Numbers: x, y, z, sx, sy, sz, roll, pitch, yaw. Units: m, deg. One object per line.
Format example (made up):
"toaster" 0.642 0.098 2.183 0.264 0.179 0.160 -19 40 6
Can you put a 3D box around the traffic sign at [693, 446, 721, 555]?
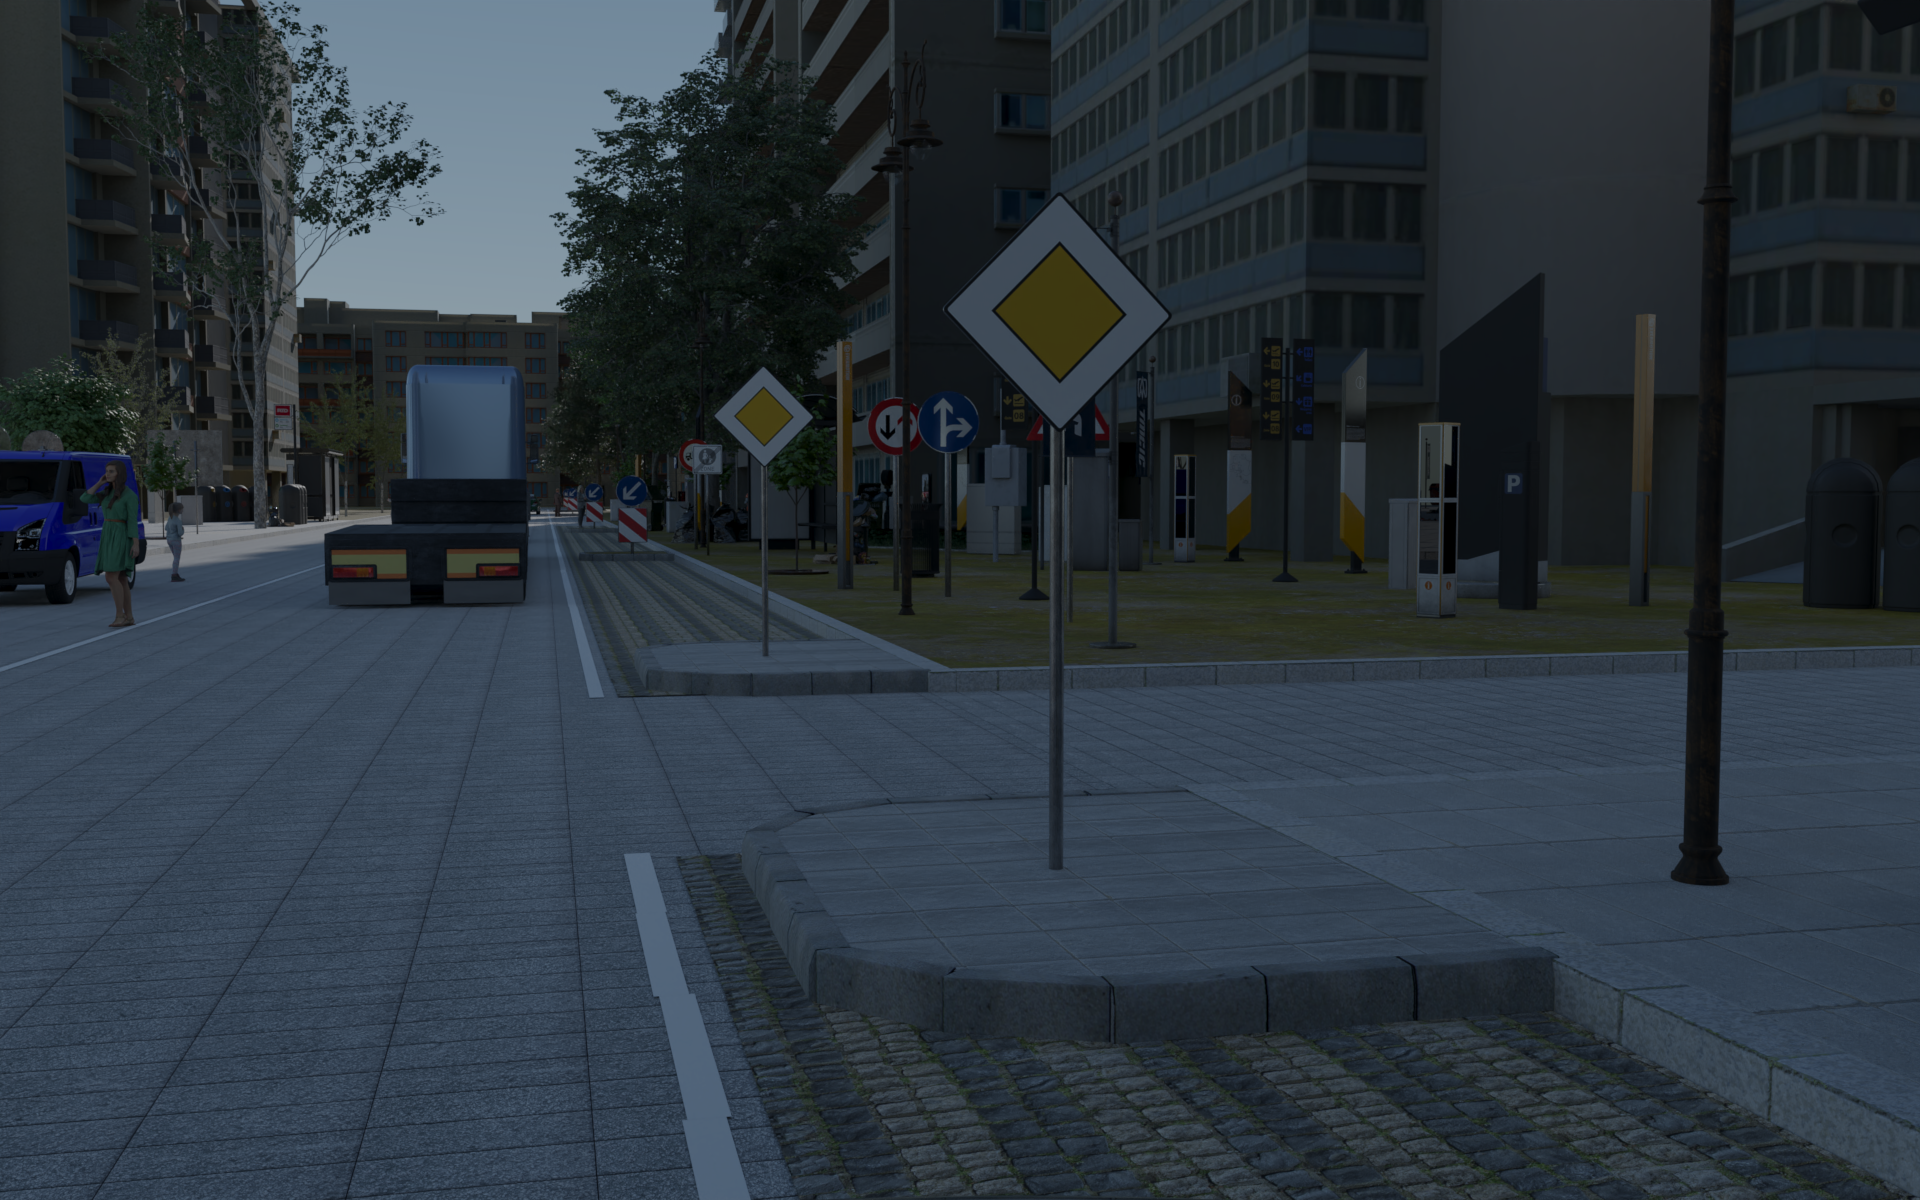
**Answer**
"traffic sign" -5.256 -2.076 36.080 0.606 2.300 0.079 -1 4 -9

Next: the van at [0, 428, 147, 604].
"van" -12.917 -1.204 24.063 2.240 2.365 5.245 -1 4 -13

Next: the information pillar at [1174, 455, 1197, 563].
"information pillar" 4.215 -1.710 32.444 0.304 2.012 0.304 3 4 38

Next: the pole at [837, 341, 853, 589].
"pole" -1.546 -1.800 23.280 0.158 3.312 0.155 0 3 0

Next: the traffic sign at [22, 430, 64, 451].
"traffic sign" -18.284 -2.107 34.553 0.768 2.556 0.104 -1 4 -12

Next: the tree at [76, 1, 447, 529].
"tree" -25.124 -12.787 64.957 12.611 20.169 13.585 0 3 0

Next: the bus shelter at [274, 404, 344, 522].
"bus shelter" -30.134 -6.269 80.125 2.179 5.291 8.768 -1 4 -14

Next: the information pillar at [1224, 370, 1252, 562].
"information pillar" 5.297 -2.542 32.917 0.504 3.616 0.183 -1 4 -18

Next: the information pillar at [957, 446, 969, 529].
"information pillar" 0.083 -3.478 48.223 0.183 3.616 0.504 -2 4 -35

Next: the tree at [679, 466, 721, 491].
"tree" -7.978 -3.766 56.176 1.663 3.219 1.824 0 3 0

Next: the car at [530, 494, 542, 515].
"car" -30.420 -6.716 121.599 2.131 1.459 4.920 -1 4 -12

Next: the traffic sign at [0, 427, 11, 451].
"traffic sign" -17.357 -1.886 30.945 0.768 2.556 0.104 -1 4 -11

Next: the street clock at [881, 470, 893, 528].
"street clock" -2.146 -2.858 51.294 0.358 2.002 0.471 2 4 23

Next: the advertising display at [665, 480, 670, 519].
"advertising display" -13.399 -4.536 79.381 0.123 1.923 0.974 0 4 -1

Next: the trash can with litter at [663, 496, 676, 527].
"trash can with litter" -11.688 -3.459 67.616 1.678 1.210 2.233 3 5 45

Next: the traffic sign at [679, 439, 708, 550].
"traffic sign" -6.100 -2.439 39.990 0.768 2.556 0.104 0 4 -8

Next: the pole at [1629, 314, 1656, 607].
"pole" 7.782 -1.584 19.749 0.158 3.312 0.155 0 3 0

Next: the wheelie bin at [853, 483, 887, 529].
"wheelie bin" -2.496 -2.491 48.638 0.980 1.594 0.693 -1 4 -20

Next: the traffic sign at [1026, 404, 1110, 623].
"traffic sign" 1.096 -1.055 17.247 0.884 2.594 0.081 0 4 -5

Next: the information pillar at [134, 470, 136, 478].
"information pillar" -24.841 -2.895 51.826 0.304 2.012 0.304 -1 4 -10

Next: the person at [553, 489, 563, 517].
"person" -25.100 -6.066 108.237 0.434 1.755 0.990 -3 5 -41

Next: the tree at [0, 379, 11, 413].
"tree" -44.677 -7.740 76.909 4.360 8.622 3.978 0 3 0

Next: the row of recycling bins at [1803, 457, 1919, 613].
"row of recycling bins" 10.959 -0.707 18.677 1.069 1.692 3.534 -3 5 -44

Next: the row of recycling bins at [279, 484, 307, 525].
"row of recycling bins" -28.231 -4.054 73.388 1.069 1.692 3.534 -1 4 -16

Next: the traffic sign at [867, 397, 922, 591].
"traffic sign" -0.844 -1.394 22.896 0.768 2.556 0.104 0 4 -8

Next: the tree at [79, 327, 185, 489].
"tree" -37.196 -7.783 77.607 4.360 8.622 3.978 0 3 0

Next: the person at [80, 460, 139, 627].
"person" -9.014 -0.601 18.572 0.600 1.795 0.529 1 4 10

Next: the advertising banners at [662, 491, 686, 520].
"advertising banners" -13.659 -5.440 85.137 2.074 3.025 0.090 -1 4 -10

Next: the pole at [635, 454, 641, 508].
"pole" -11.612 -4.203 62.566 0.158 3.312 0.155 0 3 0

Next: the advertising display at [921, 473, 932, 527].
"advertising display" -1.018 -2.925 53.044 0.123 1.923 0.974 -1 4 -14

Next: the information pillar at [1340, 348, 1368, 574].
"information pillar" 6.329 -2.231 27.826 0.504 3.616 0.183 -2 4 -33

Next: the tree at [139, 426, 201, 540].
"tree" -22.558 -3.315 48.805 1.663 3.219 1.824 0 3 0

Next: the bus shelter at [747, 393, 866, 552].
"bus shelter" -3.515 -2.663 37.469 2.014 3.302 5.546 -1 4 -14

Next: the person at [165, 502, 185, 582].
"person" -12.816 -0.951 28.329 0.425 1.301 0.394 1 4 19

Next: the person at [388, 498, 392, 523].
"person" -25.190 -4.185 77.119 0.583 1.804 0.606 1 4 14

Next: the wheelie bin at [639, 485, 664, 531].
"wheelie bin" -10.706 -3.179 59.878 0.693 1.594 0.980 2 4 30

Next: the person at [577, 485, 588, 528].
"person" -15.497 -3.825 71.229 0.526 1.800 0.537 3 5 45

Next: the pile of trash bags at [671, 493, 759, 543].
"pile of trash bags" -6.228 -2.259 46.681 1.912 1.369 3.447 1 4 22

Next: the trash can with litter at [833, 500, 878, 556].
"trash can with litter" -2.077 -1.376 33.887 0.624 1.170 1.055 1 4 20

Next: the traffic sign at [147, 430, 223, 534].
"traffic sign" -24.632 -3.744 55.083 2.265 3.308 0.079 0 4 -7

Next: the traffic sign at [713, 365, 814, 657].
"traffic sign" -1.541 -0.611 13.633 0.795 2.450 0.064 -1 4 -13

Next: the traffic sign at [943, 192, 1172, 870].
"traffic sign" 0.326 -0.136 5.868 0.795 2.450 0.064 -1 4 -13

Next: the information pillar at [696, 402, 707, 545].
"information pillar" -6.567 -3.211 43.859 0.183 3.616 0.504 1 4 9

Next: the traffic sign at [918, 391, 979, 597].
"traffic sign" -0.148 -1.311 21.544 0.768 2.556 0.104 0 4 -6

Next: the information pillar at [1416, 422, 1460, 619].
"information pillar" 4.952 -0.823 17.951 0.304 2.012 0.304 -3 5 -40

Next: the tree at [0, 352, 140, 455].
"tree" -20.737 -3.443 40.001 4.285 4.588 4.351 0 3 0

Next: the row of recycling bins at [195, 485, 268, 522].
"row of recycling bins" -33.664 -4.455 79.952 1.069 1.692 3.534 2 4 32

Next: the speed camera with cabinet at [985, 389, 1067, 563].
"speed camera with cabinet" 1.521 -2.337 32.548 2.038 3.252 0.660 1 4 19

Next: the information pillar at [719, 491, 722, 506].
"information pillar" -12.260 -5.881 87.506 0.504 3.616 0.183 2 4 27

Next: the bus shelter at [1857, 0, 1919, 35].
"bus shelter" 4.489 -0.564 3.153 2.014 3.302 5.546 -1 4 -13
